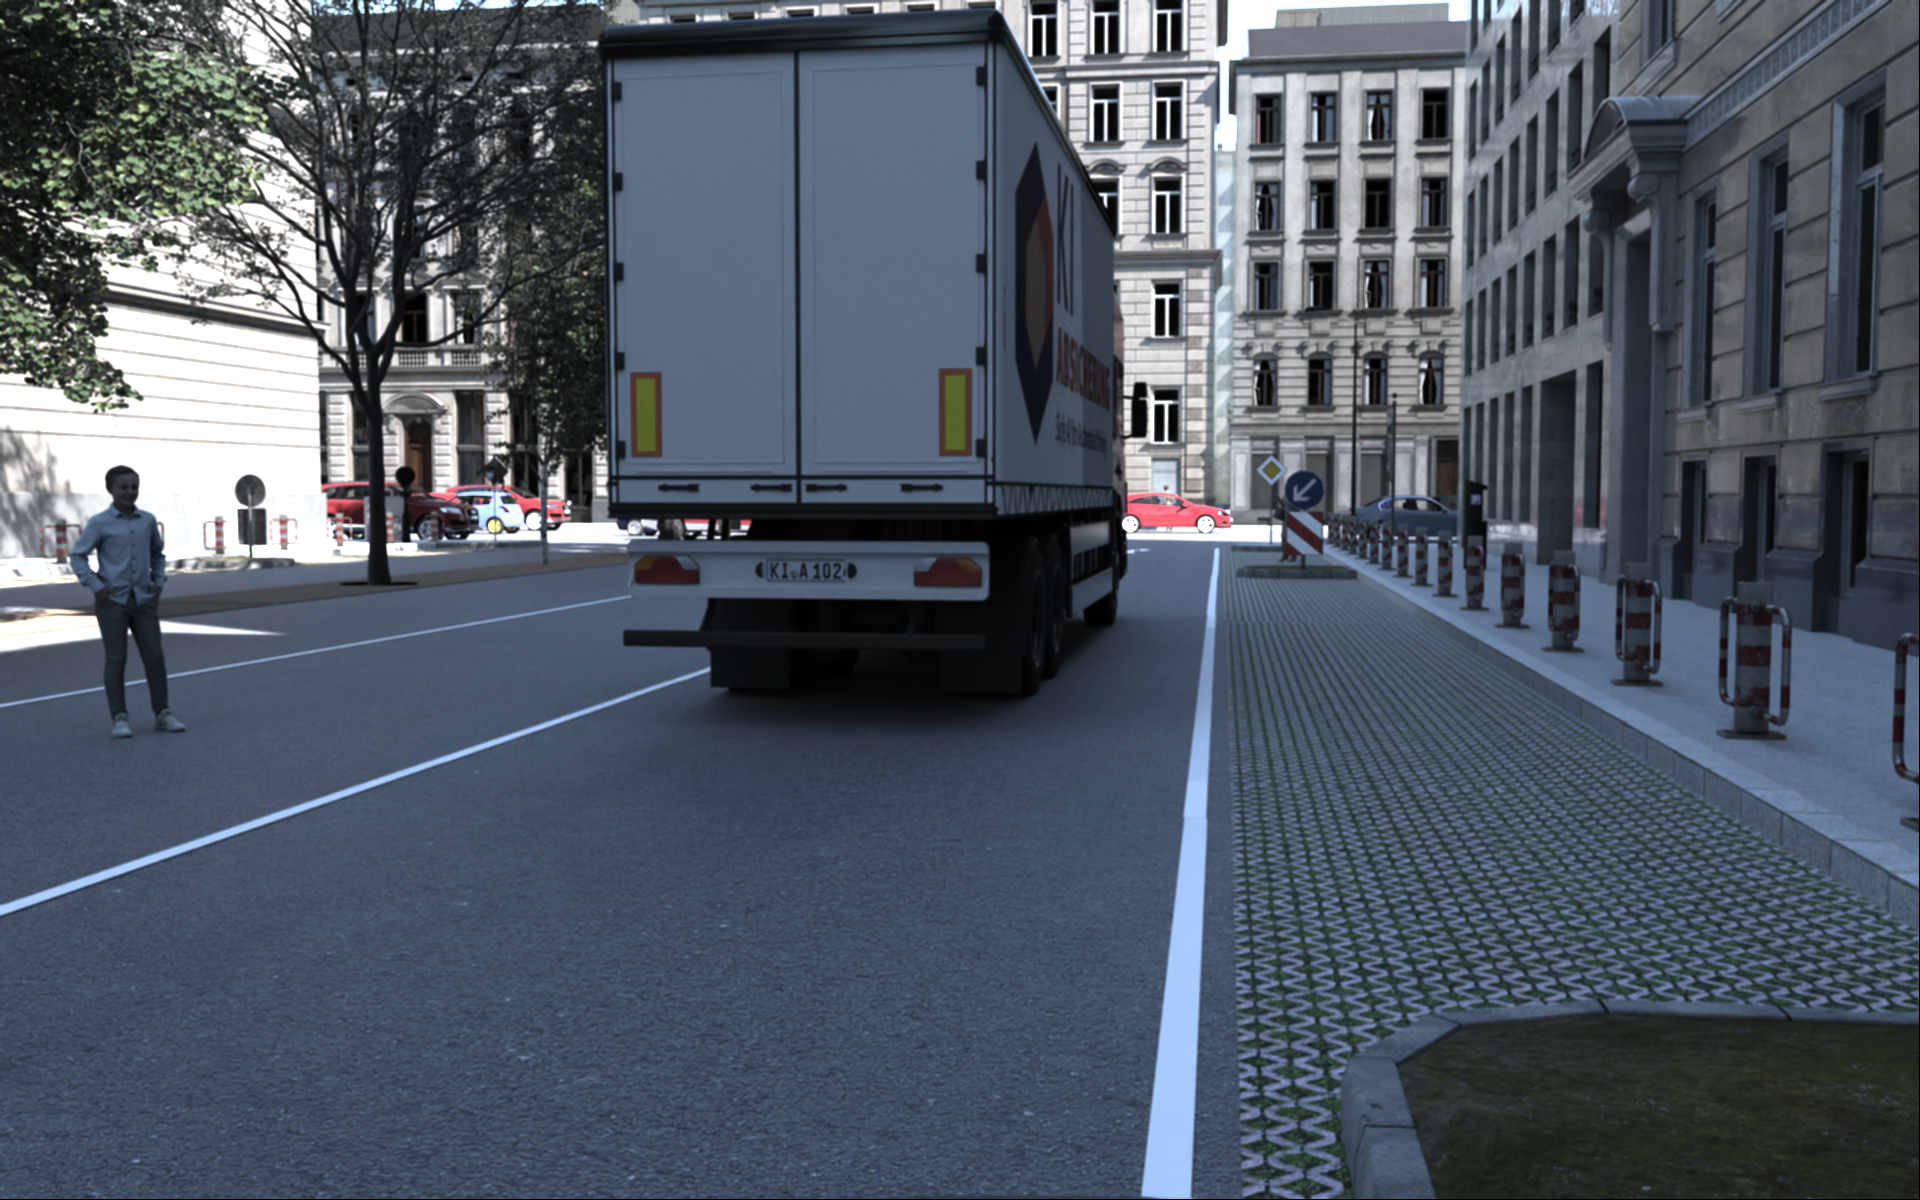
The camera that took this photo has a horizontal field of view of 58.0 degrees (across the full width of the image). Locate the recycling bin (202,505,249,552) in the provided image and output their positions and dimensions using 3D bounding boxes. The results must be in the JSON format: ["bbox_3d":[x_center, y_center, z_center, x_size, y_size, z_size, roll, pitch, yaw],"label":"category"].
[{"bbox_3d":[-16.363,-1.595,38.635,0.722,1.027,0.722,1,4,20],"label":"recycling bin"}]

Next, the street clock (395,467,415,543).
[{"bbox_3d":[-14.586,-2.508,45.576,0.471,2.002,0.358,-2,4,-30],"label":"street clock"}]

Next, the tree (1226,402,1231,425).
[{"bbox_3d":[24.854,-13.019,138.621,9.928,11.665,9.643,0,3,0],"label":"tree"}]

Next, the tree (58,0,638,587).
[{"bbox_3d":[-9.097,-6.958,26.596,12.009,13.543,11.850,0,3,0],"label":"tree"}]

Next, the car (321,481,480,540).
[{"bbox_3d":[-16.858,-2.609,51.328,5.304,1.827,2.281,1,4,9],"label":"car"}]

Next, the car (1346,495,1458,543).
[{"bbox_3d":[13.758,-2.429,51.719,4.499,1.417,2.014,0,4,8],"label":"car"}]

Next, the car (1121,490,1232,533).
[{"bbox_3d":[7.787,-3.363,64.022,4.494,1.783,2.155,1,4,8],"label":"car"}]

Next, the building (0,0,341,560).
[{"bbox_3d":[-28.658,-15.480,40.489,23.554,28.519,14.401,1,4,9],"label":"building"}]

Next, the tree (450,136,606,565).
[{"bbox_3d":[-8.384,-5.026,35.001,4.360,8.622,3.978,0,3,0],"label":"tree"}]

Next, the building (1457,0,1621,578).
[{"bbox_3d":[15.950,-10.864,32.383,10.420,20.320,16.860,1,4,9],"label":"building"}]

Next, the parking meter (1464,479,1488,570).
[{"bbox_3d":[8.779,-1.289,29.489,0.372,1.533,0.369,0,3,0],"label":"parking meter"}]

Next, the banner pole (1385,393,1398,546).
[{"bbox_3d":[10.636,-3.226,42.769,0.401,3.779,0.863,2,4,31],"label":"banner pole"}]

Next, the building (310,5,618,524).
[{"bbox_3d":[-23.161,-15.368,80.137,19.941,23.489,11.050,1,4,9],"label":"building"}]

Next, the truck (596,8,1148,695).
[{"bbox_3d":[-0.012,-1.641,15.740,2.839,4.237,11.283,1,4,10],"label":"truck"}]

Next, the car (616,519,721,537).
[{"bbox_3d":[-9.701,-2.852,59.210,3.894,1.354,1.945,1,4,9],"label":"car"}]

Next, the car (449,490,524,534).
[{"bbox_3d":[-17.680,-3.235,62.481,3.694,1.707,1.945,1,4,8],"label":"car"}]

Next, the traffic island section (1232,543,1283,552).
[{"bbox_3d":[7.911,-1.326,43.963,2.009,0.180,2.903,1,4,9],"label":"traffic island section"}]

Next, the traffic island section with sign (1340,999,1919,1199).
[{"bbox_3d":[1.784,0.325,3.317,1.989,1.847,2.006,1,4,9],"label":"traffic island section with sign"}]

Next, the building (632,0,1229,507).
[{"bbox_3d":[-0.783,-17.132,77.373,25.104,27.353,12.463,1,4,9],"label":"building"}]

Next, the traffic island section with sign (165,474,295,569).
[{"bbox_3d":[-14.272,-1.557,34.086,1.989,1.847,2.006,1,4,9],"label":"traffic island section with sign"}]

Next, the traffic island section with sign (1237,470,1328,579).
[{"bbox_3d":[5.809,-1.305,29.971,1.989,1.847,2.006,1,4,9],"label":"traffic island section with sign"}]

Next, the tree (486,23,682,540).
[{"bbox_3d":[-7.092,-7.510,42.254,9.611,12.733,9.660,0,3,0],"label":"tree"}]

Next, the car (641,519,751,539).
[{"bbox_3d":[-7.265,-2.775,54.047,5.304,1.827,2.281,1,4,9],"label":"car"}]

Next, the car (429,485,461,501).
[{"bbox_3d":[-20.404,-3.458,65.572,4.494,1.783,2.155,0,4,7],"label":"car"}]

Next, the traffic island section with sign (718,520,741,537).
[{"bbox_3d":[-6.347,-2.337,46.350,2.006,1.907,1.989,1,4,9],"label":"traffic island section with sign"}]

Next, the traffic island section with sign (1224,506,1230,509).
[{"bbox_3d":[29.680,-10.969,187.978,1.989,1.847,2.006,1,4,9],"label":"traffic island section with sign"}]

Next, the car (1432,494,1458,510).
[{"bbox_3d":[19.125,-3.295,63.661,4.222,1.686,2.009,0,4,8],"label":"car"}]

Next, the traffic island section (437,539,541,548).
[{"bbox_3d":[-12.648,-1.516,47.061,2.009,0.180,2.903,1,4,9],"label":"traffic island section"}]

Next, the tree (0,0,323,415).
[{"bbox_3d":[-10.762,-6.519,15.696,9.857,13.997,8.962,0,3,0],"label":"tree"}]

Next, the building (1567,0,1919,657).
[{"bbox_3d":[13.978,-13.936,13.760,13.634,28.700,20.117,1,4,9],"label":"building"}]

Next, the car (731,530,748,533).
[{"bbox_3d":[-6.790,-3.214,64.346,4.920,1.459,2.131,0,4,7],"label":"car"}]

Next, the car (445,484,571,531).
[{"bbox_3d":[-17.997,-3.649,68.329,5.304,1.827,2.281,0,4,8],"label":"car"}]
